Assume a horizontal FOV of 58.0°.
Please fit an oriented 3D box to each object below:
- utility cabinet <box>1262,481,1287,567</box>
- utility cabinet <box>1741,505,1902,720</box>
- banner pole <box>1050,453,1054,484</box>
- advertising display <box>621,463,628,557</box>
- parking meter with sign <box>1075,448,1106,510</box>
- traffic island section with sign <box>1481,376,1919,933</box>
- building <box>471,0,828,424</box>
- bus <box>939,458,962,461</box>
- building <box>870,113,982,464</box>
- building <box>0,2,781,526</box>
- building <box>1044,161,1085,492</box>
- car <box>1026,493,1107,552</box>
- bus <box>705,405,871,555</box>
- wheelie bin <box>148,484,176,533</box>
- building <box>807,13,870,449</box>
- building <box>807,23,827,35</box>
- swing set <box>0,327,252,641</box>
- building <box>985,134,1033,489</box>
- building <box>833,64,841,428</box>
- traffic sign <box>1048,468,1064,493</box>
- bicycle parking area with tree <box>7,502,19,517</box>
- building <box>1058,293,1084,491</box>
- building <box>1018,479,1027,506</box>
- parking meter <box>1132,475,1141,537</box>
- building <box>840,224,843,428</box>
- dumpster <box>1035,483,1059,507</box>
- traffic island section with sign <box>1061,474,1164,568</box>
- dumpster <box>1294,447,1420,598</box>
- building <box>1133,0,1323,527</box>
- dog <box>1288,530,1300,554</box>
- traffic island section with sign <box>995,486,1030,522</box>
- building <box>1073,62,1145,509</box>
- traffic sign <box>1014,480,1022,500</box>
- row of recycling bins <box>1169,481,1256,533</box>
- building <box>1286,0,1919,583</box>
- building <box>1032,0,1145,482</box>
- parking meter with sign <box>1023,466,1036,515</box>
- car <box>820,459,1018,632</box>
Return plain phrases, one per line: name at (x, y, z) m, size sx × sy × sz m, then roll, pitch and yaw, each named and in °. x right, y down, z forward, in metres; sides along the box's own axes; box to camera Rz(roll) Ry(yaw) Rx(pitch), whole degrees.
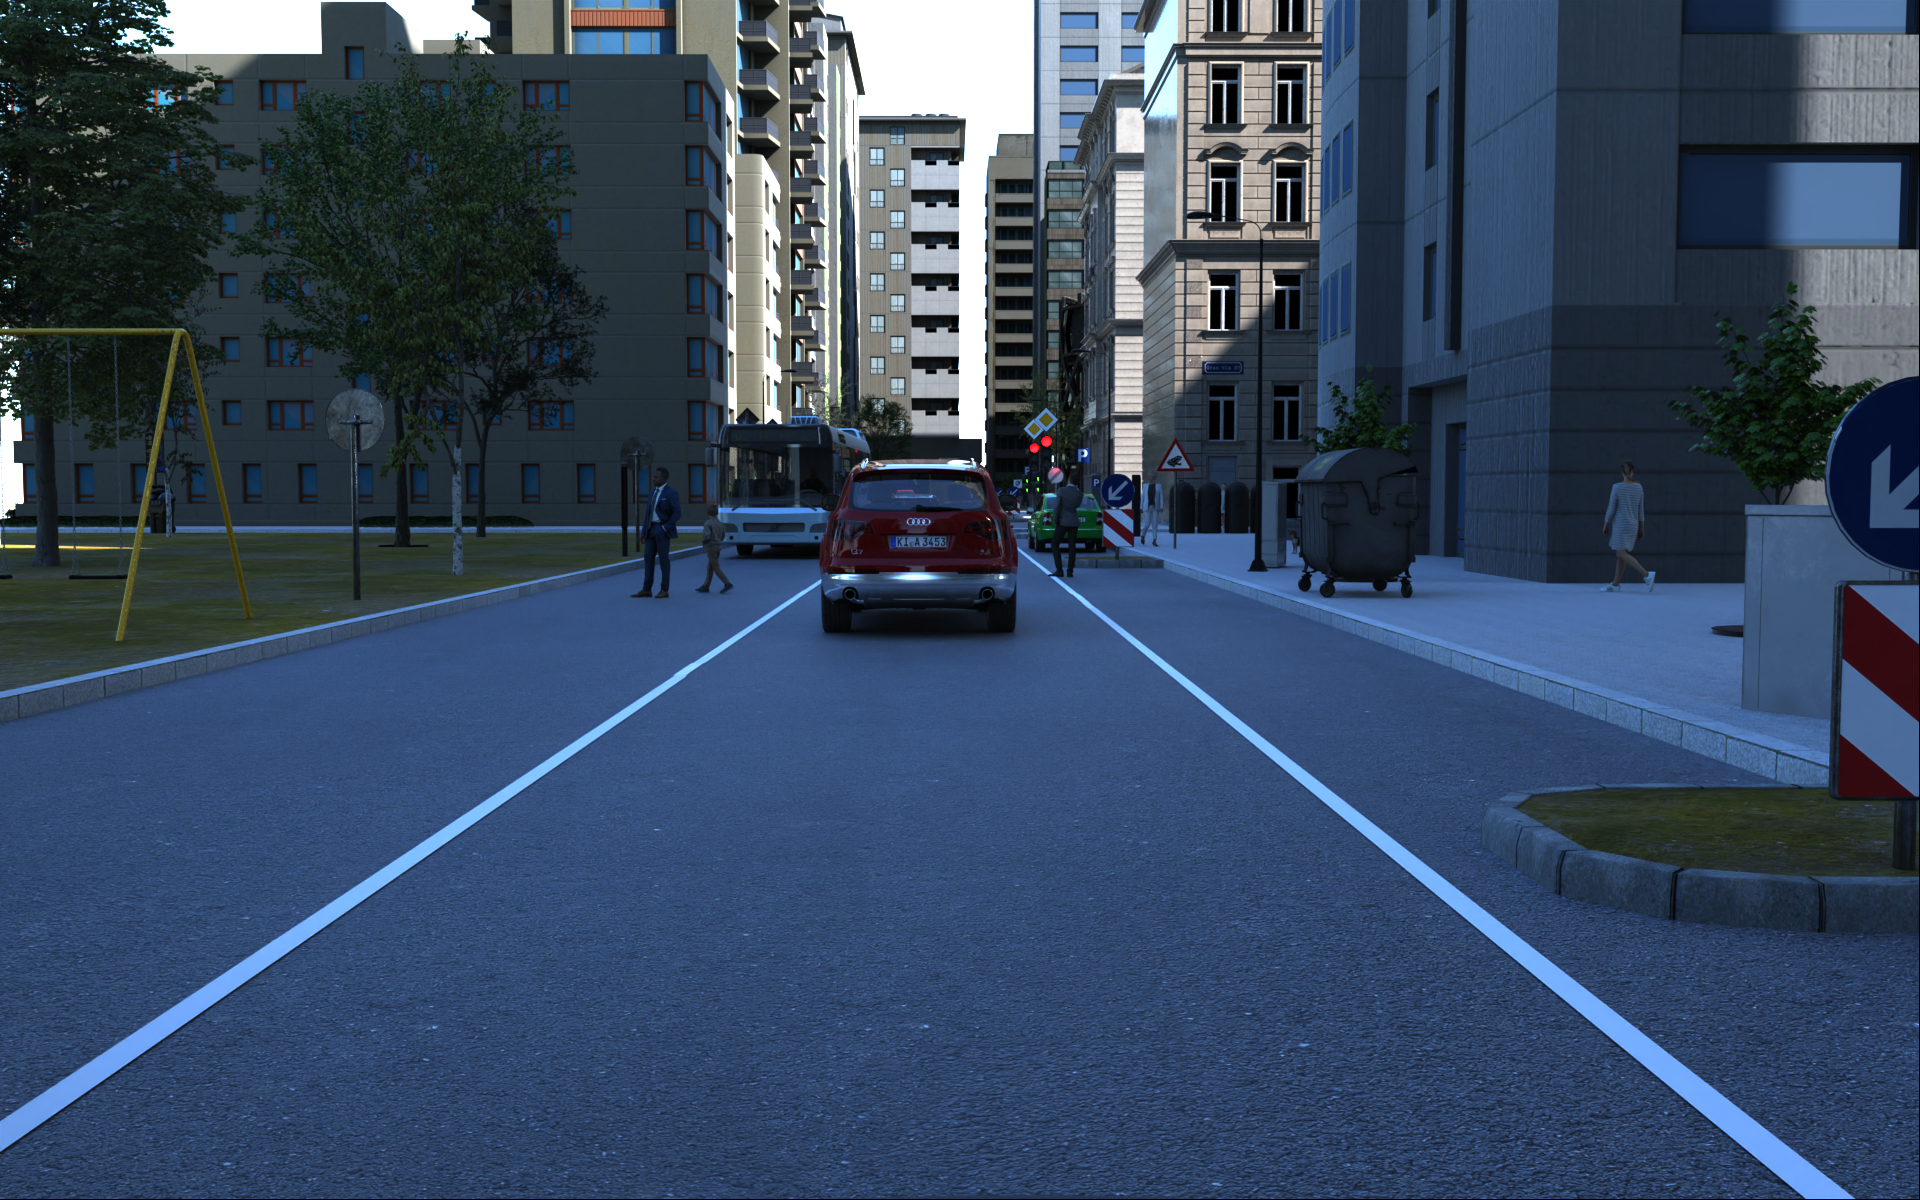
utility cabinet at (5.514, -1.326, 30.361) m, size 0.318 × 1.500 × 1.173 m, roll 1°, pitch 4°, yaw 18°
utility cabinet at (5.041, 0.074, 9.944) m, size 0.306 × 1.237 × 1.020 m, roll -2°, pitch 4°, yaw -30°
banner pole at (4.933, -6.293, 92.900) m, size 0.401 × 3.779 × 0.863 m, roll 1°, pitch 4°, yaw 18°
advertising display at (-6.949, -1.876, 35.885) m, size 0.123 × 1.923 × 0.974 m, roll -1°, pitch 4°, yaw -10°
parking meter with sign at (4.966, -4.218, 65.232) m, size 0.543 × 3.016 × 1.738 m, roll -1°, pitch 4°, yaw -23°
traffic island section with sign at (3.127, 0.124, 6.602) m, size 1.989 × 1.847 × 2.006 m, roll 0°, pitch 4°, yaw 0°
building at (-20.714, -28.394, 118.866) m, size 22.147 × 44.769 × 28.867 m, roll 0°, pitch 4°, yaw 0°
bus at (-0.720, -7.799, 119.064) m, size 2.896 × 3.916 × 12.252 m, roll 0°, pitch 4°, yaw 1°
building at (-10.863, -39.784, 239.705) m, size 27.495 × 52.752 × 28.713 m, roll 0°, pitch 4°, yaw 0°
building at (-23.822, -14.538, 82.742) m, size 27.650 × 21.520 × 28.899 m, roll 0°, pitch 4°, yaw 0°
building at (14.321, -23.319, 152.962) m, size 14.160 × 30.474 × 14.107 m, roll 0°, pitch 4°, yaw 0°
car at (2.705, -2.161, 44.131) m, size 1.959 × 1.807 × 4.718 m, roll 0°, pitch 4°, yaw -1°
bus at (-3.961, -2.972, 43.453) m, size 2.948 × 3.499 × 13.247 m, roll 0°, pitch 4°, yaw 1°
wheelie bin at (-26.240, -2.999, 56.948) m, size 0.980 × 1.594 × 0.693 m, roll 1°, pitch 4°, yaw 10°
building at (-25.115, -37.199, 197.442) m, size 27.495 × 52.752 × 28.713 m, roll 0°, pitch 4°, yaw 0°
building at (-18.555, -28.278, 145.943) m, size 14.154 × 41.232 × 14.086 m, roll 0°, pitch 4°, yaw 0°
swing set at (-8.883, -1.151, 16.442) m, size 3.119 × 2.851 × 2.862 m, roll 0°, pitch 4°, yaw 0°
building at (14.132, -37.442, 235.881) m, size 21.600 × 48.544 × 21.300 m, roll 0°, pitch 4°, yaw 0°
building at (-18.452, -29.138, 160.004) m, size 14.154 × 41.232 × 14.086 m, roll 0°, pitch 4°, yaw 0°
traffic sign at (4.610, -5.102, 83.528) m, size 0.768 × 2.556 × 0.104 m, roll 0°, pitch 4°, yaw 4°
bicycle parking area with tree at (-46.557, -6.556, 94.195) m, size 9.016 × 4.147 × 8.231 m, roll -2°, pitch 4°, yaw -32°
building at (15.836, -16.138, 131.308) m, size 16.820 × 18.784 × 16.811 m, roll 0°, pitch 4°, yaw 0°
building at (22.978, -31.071, 199.892) m, size 32.217 × 40.220 × 23.993 m, roll 0°, pitch 4°, yaw 0°
parking meter at (5.334, -2.856, 52.412) m, size 0.255 × 1.863 × 0.399 m, roll 1°, pitch 4°, yaw 9°
building at (-19.266, -24.652, 174.764) m, size 14.160 × 30.474 × 14.107 m, roll 0°, pitch 4°, yaw 0°
dumpster at (4.559, -5.166, 90.220) m, size 1.264 × 1.857 × 1.865 m, roll 0°, pitch 4°, yaw 0°
traffic island section with sign at (2.957, -1.579, 34.437) m, size 1.989 × 1.847 × 2.006 m, roll 0°, pitch 4°, yaw 0°
dumpster at (5.056, -0.998, 22.079) m, size 1.264 × 1.857 × 1.865 m, roll 0°, pitch 4°, yaw 0°
building at (20.444, -16.867, 73.040) m, size 25.104 × 27.353 × 12.463 m, roll 0°, pitch 4°, yaw 0°
dog at (7.366, -1.252, 37.296) m, size 0.406 × 0.507 × 0.540 m, roll 3°, pitch 4°, yaw 37°
traffic island section with sign at (2.631, -4.918, 89.031) m, size 1.989 × 1.847 × 2.006 m, roll 0°, pitch 4°, yaw 0°
building at (14.517, -19.442, 105.272) m, size 14.401 × 28.519 × 23.554 m, roll 0°, pitch 4°, yaw 0°
traffic sign at (4.094, -7.374, 122.686) m, size 0.606 × 2.300 × 0.079 m, roll 0°, pitch 4°, yaw 5°
row of recycling bins at (8.641, -3.036, 56.760) m, size 3.534 × 1.692 × 1.069 m, roll 0°, pitch 4°, yaw -3°
building at (18.830, -30.283, 37.132) m, size 21.231 × 58.520 × 28.212 m, roll 0°, pitch 4°, yaw 0°
building at (17.798, -38.608, 173.248) m, size 21.231 × 58.520 × 28.212 m, roll 0°, pitch 4°, yaw 0°
parking meter with sign at (4.615, -6.823, 107.821) m, size 0.543 × 3.016 × 1.738 m, roll -2°, pitch 4°, yaw -29°
car at (-0.458, -0.663, 19.507) m, size 2.281 × 1.827 × 5.304 m, roll 0°, pitch 4°, yaw -1°
